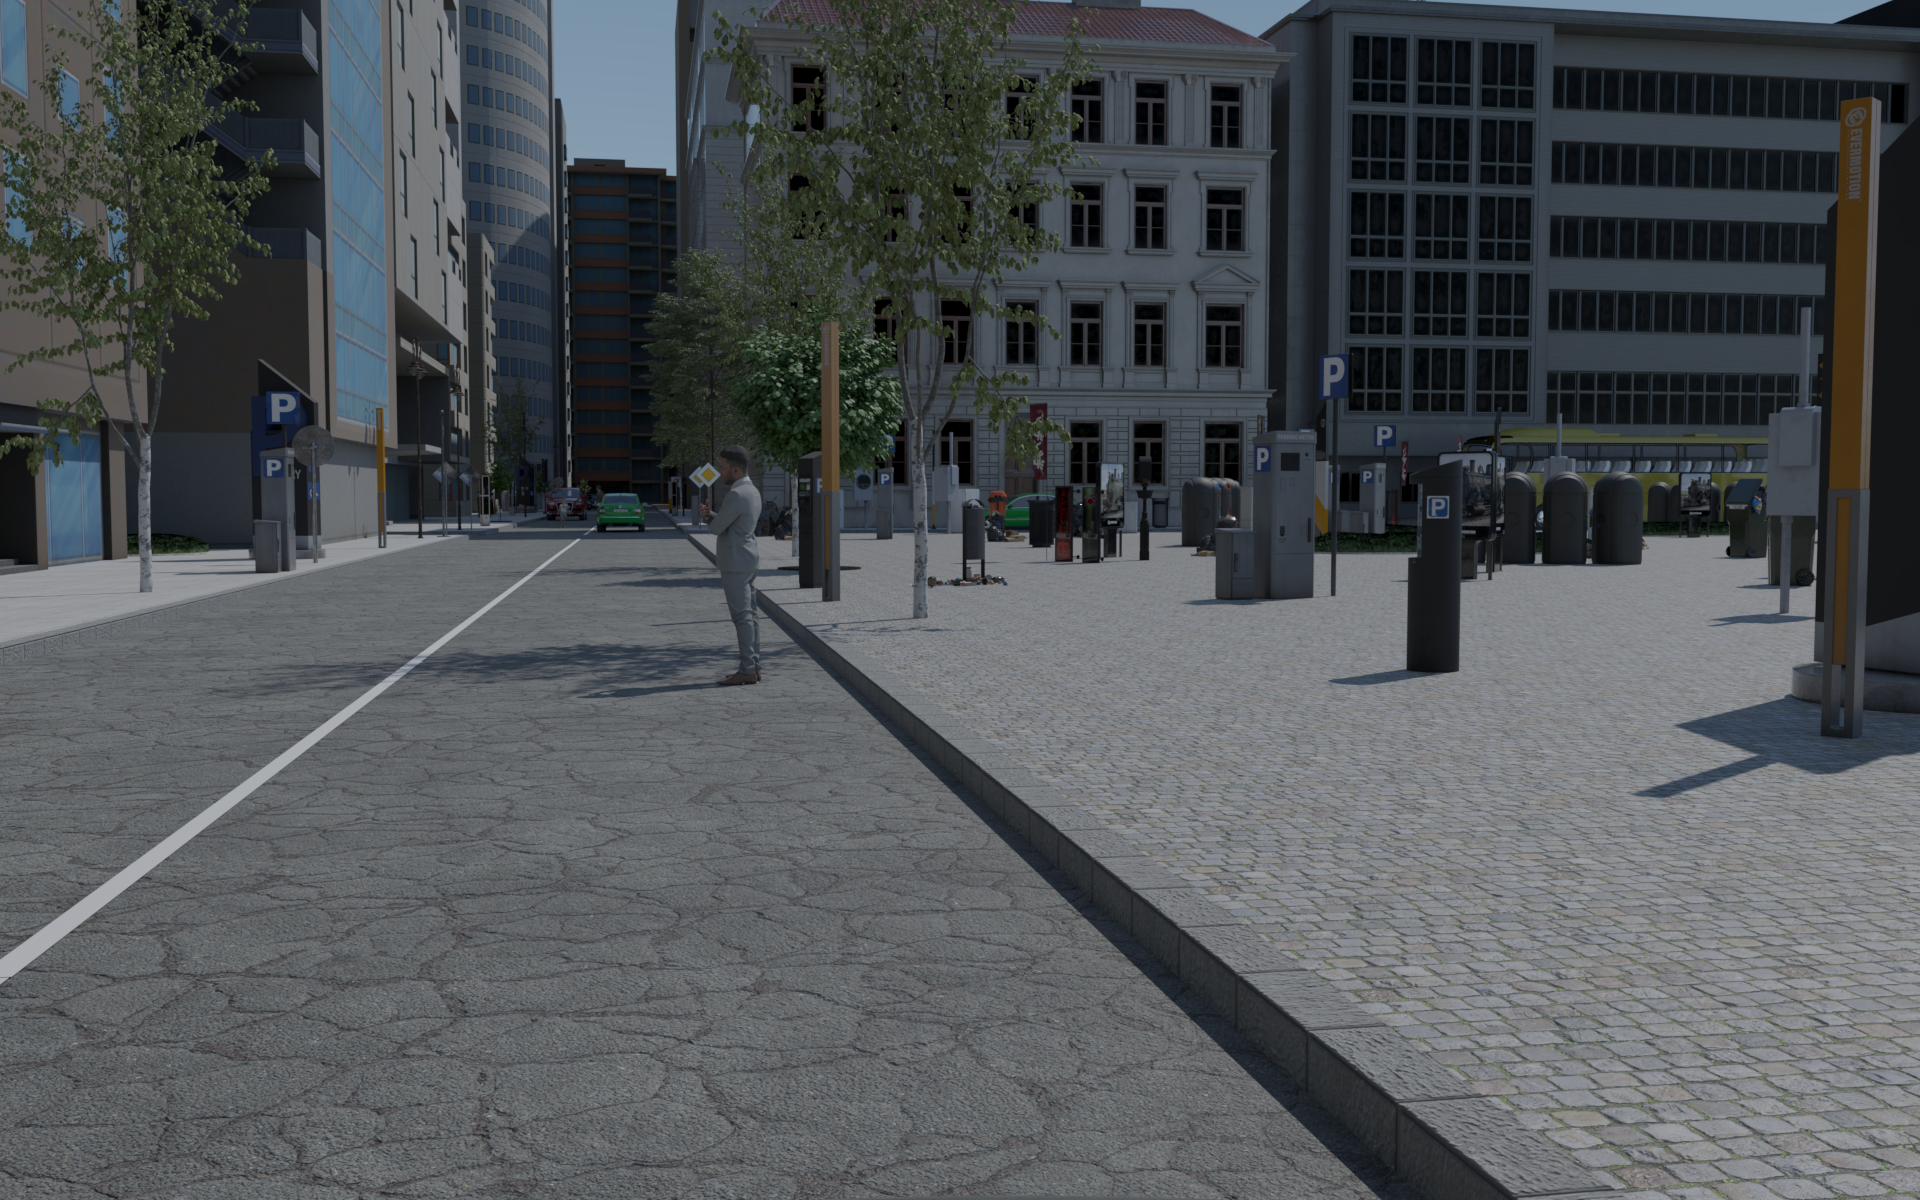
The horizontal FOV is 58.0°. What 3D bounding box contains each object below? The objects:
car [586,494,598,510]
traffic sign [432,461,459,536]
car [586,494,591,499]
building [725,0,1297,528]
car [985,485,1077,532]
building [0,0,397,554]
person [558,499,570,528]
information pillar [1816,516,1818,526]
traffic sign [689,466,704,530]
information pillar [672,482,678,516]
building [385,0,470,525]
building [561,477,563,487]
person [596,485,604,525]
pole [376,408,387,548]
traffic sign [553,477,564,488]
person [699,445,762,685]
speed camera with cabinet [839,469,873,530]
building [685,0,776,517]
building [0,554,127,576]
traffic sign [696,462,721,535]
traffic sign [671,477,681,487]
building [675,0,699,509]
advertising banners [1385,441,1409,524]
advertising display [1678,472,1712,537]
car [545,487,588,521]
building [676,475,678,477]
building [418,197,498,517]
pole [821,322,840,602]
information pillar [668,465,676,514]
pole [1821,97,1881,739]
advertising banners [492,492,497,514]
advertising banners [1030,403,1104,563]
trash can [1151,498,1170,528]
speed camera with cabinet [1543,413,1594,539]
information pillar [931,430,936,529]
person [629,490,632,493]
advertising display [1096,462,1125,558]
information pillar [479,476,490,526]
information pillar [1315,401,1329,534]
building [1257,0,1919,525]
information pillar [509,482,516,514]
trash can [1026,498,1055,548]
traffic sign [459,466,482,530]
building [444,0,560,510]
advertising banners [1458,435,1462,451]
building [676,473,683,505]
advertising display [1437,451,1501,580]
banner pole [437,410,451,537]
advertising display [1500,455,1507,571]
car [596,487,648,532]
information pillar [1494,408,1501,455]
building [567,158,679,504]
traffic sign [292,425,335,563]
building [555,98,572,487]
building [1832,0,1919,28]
[{"bbox_3d":[-32.383,-8.840,154.327,2.009,1.686,4.222,-1,4,-9],"label":"car"},{"bbox_3d":[-15.809,-3.037,53.295,0.795,2.450,0.064,-1,4,-10],"label":"traffic sign"},{"bbox_3d":[-35.113,-9.504,167.186,2.131,1.459,4.920,-1,4,-10],"label":"car"},{"bbox_3d":[1.433,-14.323,70.344,21.152,22.565,11.583,-1,4,-10],"label":"building"},{"bbox_3d":[2.285,-3.139,60.124,4.718,1.807,1.959,-1,4,-9],"label":"car"},{"bbox_3d":[-23.381,-24.157,45.075,14.200,45.320,14.600,-1,4,-10],"label":"building"},{"bbox_3d":[-16.848,-3.678,73.644,0.505,1.210,0.382,-3,4,-38],"label":"person"},{"bbox_3d":[34.876,-4.044,70.618,0.304,2.012,0.304,1,4,12],"label":"information pillar"},{"bbox_3d":[-9.399,-3.605,62.578,0.795,2.450,0.064,-1,4,-10],"label":"traffic sign"},{"bbox_3d":[-16.670,-5.916,101.226,0.304,2.012,0.304,0,4,3],"label":"information pillar"},{"bbox_3d":[-35.586,-29.458,70.876,28.713,52.752,27.495,-1,4,-10],"label":"building"},{"bbox_3d":[-56.183,-29.313,171.147,32.217,40.220,23.993,-1,4,-10],"label":"building"},{"bbox_3d":[-16.507,-4.350,79.528,0.656,1.842,0.836,2,4,29],"label":"person"},{"bbox_3d":[-13.709,-2.885,41.021,0.158,3.312,0.155,0,3,0],"label":"pole"},{"bbox_3d":[-30.115,-7.942,129.960,0.768,2.556,0.104,-1,4,-8],"label":"traffic sign"},{"bbox_3d":[-1.740,-0.274,13.157,0.466,1.800,0.511,0,4,-6],"label":"person"},{"bbox_3d":[-4.212,-4.186,62.782,2.038,3.252,0.660,-1,4,-11],"label":"speed camera with cabinet"},{"bbox_3d":[-10.192,-19.896,102.796,11.434,29.767,29.804,-1,4,-10],"label":"building"},{"bbox_3d":[-21.812,-22.951,25.366,14.600,45.320,14.200,-1,4,-10],"label":"building"},{"bbox_3d":[-7.944,-3.124,54.726,0.795,2.450,0.064,-1,4,-10],"label":"traffic sign"},{"bbox_3d":[-16.850,-6.164,102.915,0.606,2.300,0.079,0,4,-2],"label":"traffic sign"},{"bbox_3d":[-17.982,-30.807,153.797,14.600,45.320,14.200,-1,4,-10],"label":"building"},{"bbox_3d":[14.558,-3.783,58.040,0.090,3.025,2.074,-1,4,-10],"label":"advertising banners"},{"bbox_3d":[21.826,-2.829,51.461,0.974,1.923,0.123,0,4,-5],"label":"advertising display"},{"bbox_3d":[-21.539,-5.276,94.942,2.281,1.827,5.304,-1,4,-10],"label":"car"},{"bbox_3d":[-16.916,-34.063,176.544,23.786,49.044,30.456,-1,4,-10],"label":"building"},{"bbox_3d":[-44.124,-16.022,106.995,27.650,21.520,28.899,-1,4,-10],"label":"building"},{"bbox_3d":[-1.543,-1.639,20.647,0.158,3.312,0.155,0,3,0],"label":"pole"},{"bbox_3d":[-18.877,-7.471,113.501,0.504,3.616,0.183,-1,4,-13],"label":"information pillar"},{"bbox_3d":[4.671,-0.932,9.079,0.158,3.312,0.155,0,3,0],"label":"pole"},{"bbox_3d":[-29.477,-6.941,109.674,0.090,3.025,2.074,-2,4,-25],"label":"advertising banners"},{"bbox_3d":[1.989,-2.237,32.755,0.090,3.025,2.074,-3,4,-38],"label":"advertising banners"},{"bbox_3d":[7.549,-3.282,65.315,0.748,1.137,0.748,0,3,0],"label":"trash can"},{"bbox_3d":[15.409,-2.942,42.441,2.038,3.252,0.660,2,4,27],"label":"speed camera with cabinet"},{"bbox_3d":[-0.963,-4.411,63.482,0.183,3.616,0.504,0,3,0],"label":"information pillar"},{"bbox_3d":[-29.305,-8.906,154.249,0.705,1.807,1.348,-1,4,-9],"label":"person"},{"bbox_3d":[3.033,-1.820,34.971,0.123,1.923,0.974,2,4,35],"label":"advertising display"},{"bbox_3d":[-18.977,-3.954,69.146,0.304,2.012,0.304,-3,4,-36],"label":"information pillar"},{"bbox_3d":[9.151,-3.204,43.743,0.183,3.616,0.504,-1,4,-20],"label":"information pillar"},{"bbox_3d":[26.703,-15.768,76.878,30.058,24.678,14.314,-1,4,-10],"label":"building"},{"bbox_3d":[-28.219,-6.400,109.138,0.304,2.012,0.304,1,4,16],"label":"information pillar"},{"bbox_3d":[1.963,-1.836,41.672,0.748,1.137,0.748,0,3,0],"label":"trash can"},{"bbox_3d":[-17.263,-3.517,61.147,0.795,2.450,0.064,-1,4,-10],"label":"traffic sign"},{"bbox_3d":[-45.471,-36.939,145.947,21.231,58.520,28.212,-1,4,-10],"label":"building"},{"bbox_3d":[15.269,-3.440,52.435,0.090,3.025,2.074,2,4,28],"label":"advertising banners"},{"bbox_3d":[-23.263,-46.628,200.614,20.563,71.187,20.611,-1,4,-10],"label":"building"},{"bbox_3d":[7.623,-1.277,26.090,0.123,1.923,0.974,-3,5,-41],"label":"advertising display"},{"bbox_3d":[-15.505,-3.789,51.972,0.401,3.779,0.863,-1,4,-12],"label":"banner pole"},{"bbox_3d":[8.786,-1.421,28.442,0.123,1.923,0.974,2,4,30],"label":"advertising display"},{"bbox_3d":[-12.969,-3.520,66.354,1.959,1.807,4.718,-1,4,-10],"label":"car"},{"bbox_3d":[14.565,-3.402,46.983,0.183,3.616,0.504,2,4,28],"label":"information pillar"},{"bbox_3d":[-47.974,-35.114,228.744,28.867,44.769,22.147,-1,4,-10],"label":"building"},{"bbox_3d":[-11.992,-1.960,32.151,0.768,2.556,0.104,-1,4,-9],"label":"traffic sign"},{"bbox_3d":[-55.308,-34.959,195.285,21.600,48.544,21.300,-1,4,-10],"label":"building"},{"bbox_3d":[49.383,-15.338,80.454,15.834,23.373,12.332,-1,4,-10],"label":"building"}]
